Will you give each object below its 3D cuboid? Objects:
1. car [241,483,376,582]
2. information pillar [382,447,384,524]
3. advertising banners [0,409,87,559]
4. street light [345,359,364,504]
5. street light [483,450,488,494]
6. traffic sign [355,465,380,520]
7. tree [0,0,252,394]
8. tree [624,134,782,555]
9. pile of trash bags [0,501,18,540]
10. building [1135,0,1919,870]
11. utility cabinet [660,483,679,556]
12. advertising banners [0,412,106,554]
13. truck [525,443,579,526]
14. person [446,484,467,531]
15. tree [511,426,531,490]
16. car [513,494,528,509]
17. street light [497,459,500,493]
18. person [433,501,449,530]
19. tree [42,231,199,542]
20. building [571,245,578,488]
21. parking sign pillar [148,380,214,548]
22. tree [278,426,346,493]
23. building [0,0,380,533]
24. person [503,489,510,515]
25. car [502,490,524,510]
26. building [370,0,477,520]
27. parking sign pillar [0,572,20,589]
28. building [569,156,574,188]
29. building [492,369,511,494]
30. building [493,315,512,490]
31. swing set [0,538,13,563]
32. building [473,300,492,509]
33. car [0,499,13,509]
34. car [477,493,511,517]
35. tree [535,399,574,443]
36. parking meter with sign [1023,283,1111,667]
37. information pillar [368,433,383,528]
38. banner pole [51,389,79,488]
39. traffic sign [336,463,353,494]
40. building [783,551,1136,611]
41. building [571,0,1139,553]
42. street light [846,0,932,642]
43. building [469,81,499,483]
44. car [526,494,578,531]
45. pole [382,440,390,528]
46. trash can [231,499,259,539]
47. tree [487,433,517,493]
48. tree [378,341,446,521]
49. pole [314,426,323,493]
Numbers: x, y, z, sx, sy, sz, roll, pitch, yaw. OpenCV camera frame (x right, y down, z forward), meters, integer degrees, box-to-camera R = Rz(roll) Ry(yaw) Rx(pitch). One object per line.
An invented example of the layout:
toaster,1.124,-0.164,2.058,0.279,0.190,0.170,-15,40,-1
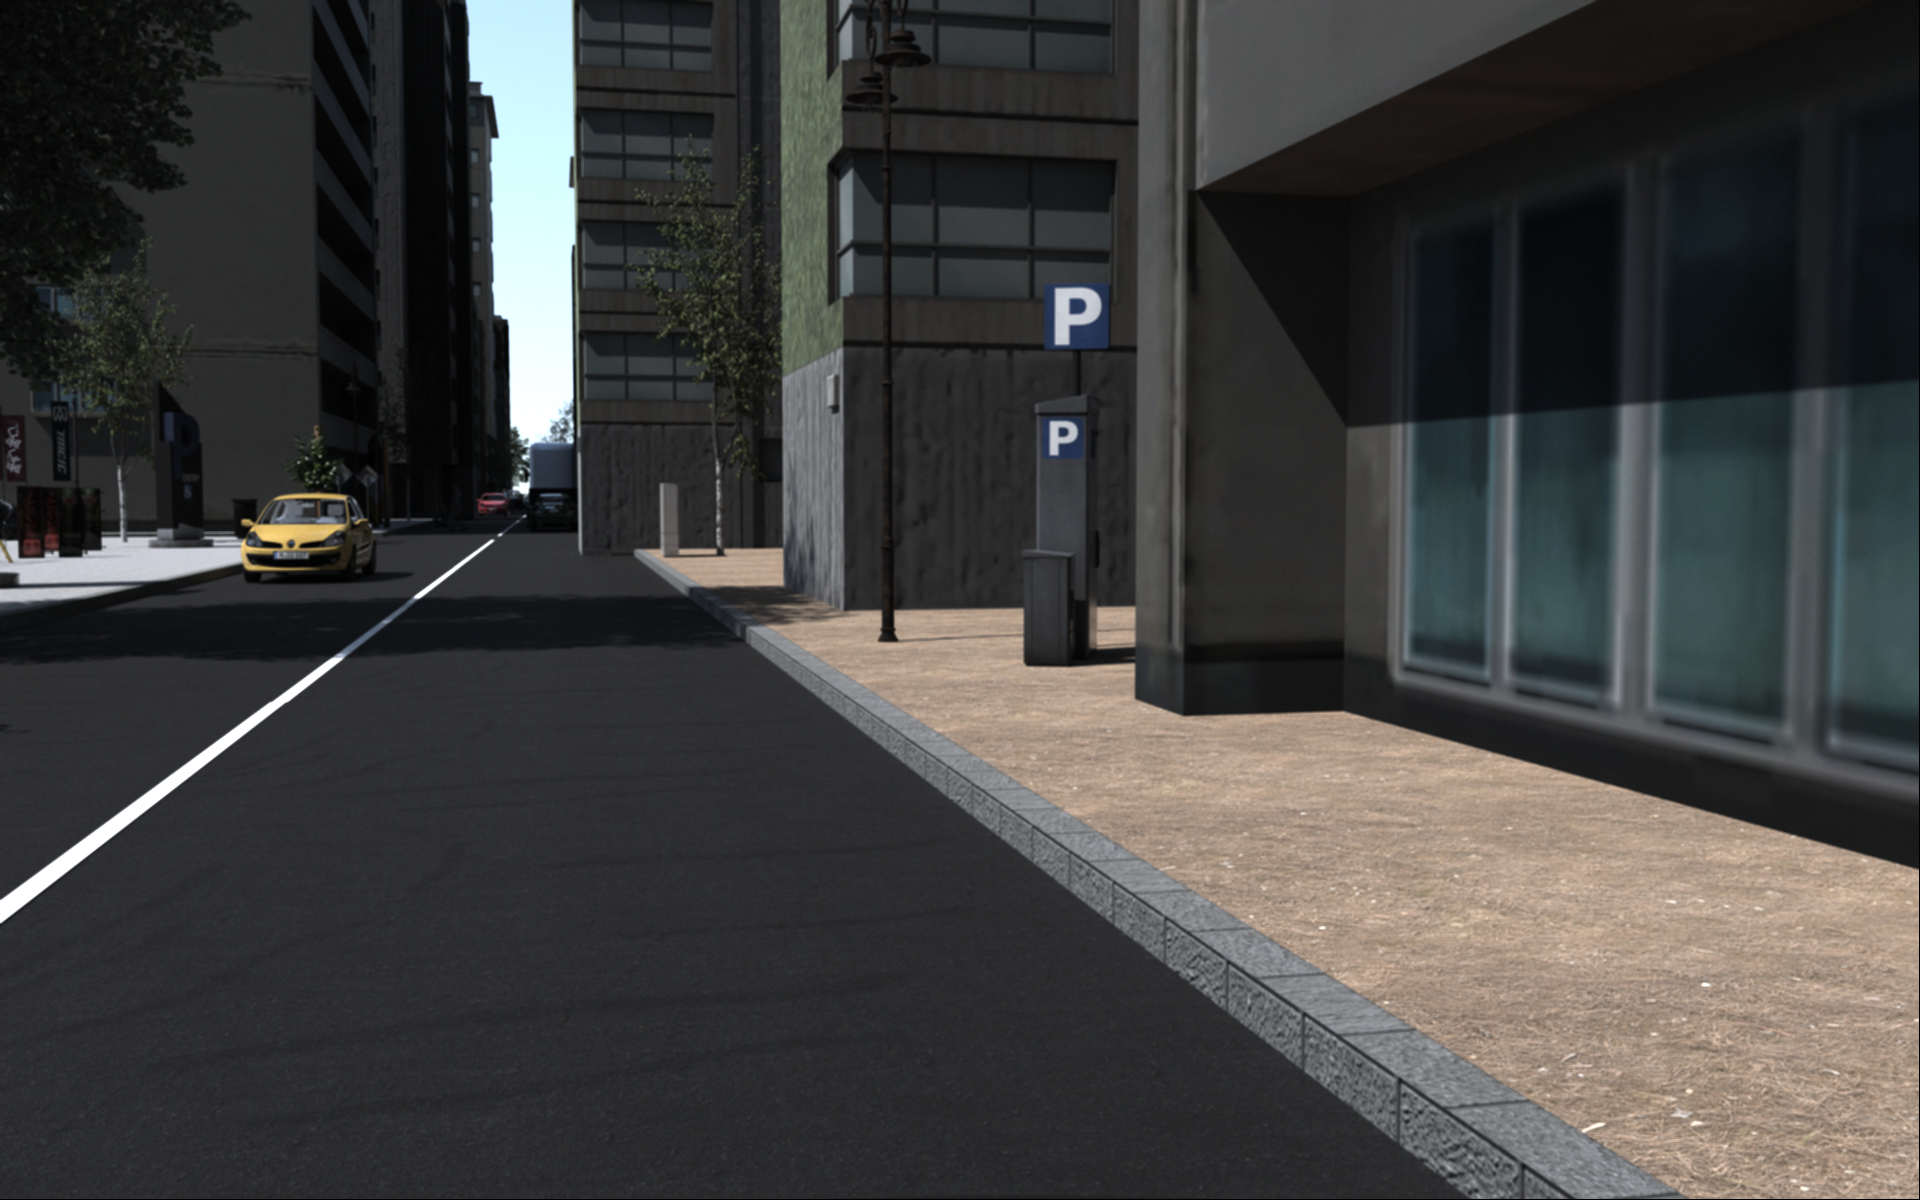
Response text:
car,-11.020,-1.175,29.431,2.015,1.641,3.980,-1,4,-11
information pillar,-24.520,-5.014,73.333,0.183,3.616,0.504,-3,4,-36
advertising banners,-18.617,-2.356,34.705,0.090,3.025,2.074,3,5,40
street light,-20.735,-5.302,59.470,0.468,5.910,1.993,-1,4,-13
street light,-47.156,-12.192,172.124,0.468,5.910,1.993,-1,4,-13
traffic sign,-20.263,-3.402,59.270,0.795,2.450,0.064,-1,4,-13
tree,-11.018,-6.704,16.271,9.857,13.997,8.962,0,3,0
tree,-4.829,-5.259,36.351,4.737,8.622,4.395,0,3,0
pile of trash bags,-27.578,-2.315,47.609,3.447,1.369,1.912,-3,5,-42
building,13.857,-23.111,1.569,21.300,48.544,21.600,-1,4,-13
utility cabinet,-5.967,-1.647,35.610,0.318,1.500,1.173,-1,4,-13
advertising banners,-20.358,-2.610,38.857,2.074,3.025,0.090,-2,4,-29
truck,-19.925,-5.822,84.955,2.967,4.110,18.799,-1,4,-13
person,-19.478,-3.571,66.981,0.767,1.812,0.694,-1,4,-10
tree,-74.415,-22.582,287.343,7.486,12.596,7.792,0,3,0
car,-42.693,-9.803,169.075,1.959,1.807,4.718,-1,4,-15
street light,-57.271,-14.828,215.219,0.468,5.910,1.993,-1,4,-13
person,-20.795,-3.370,69.093,0.738,1.151,1.012,0,4,-2
tree,-22.208,-5.834,45.751,4.737,8.622,4.395,0,3,0
building,-38.231,-26.385,203.090,14.160,30.474,14.107,-1,4,-13
parking sign pillar,-18.801,-3.255,41.696,1.447,3.967,1.447,0,4,8
tree,-18.322,-3.360,49.538,1.663,3.219,1.824,0,3,0
building,-34.516,-27.008,65.278,21.300,48.544,21.600,-1,4,-13
person,-29.945,-6.458,114.434,0.444,1.785,0.601,0,4,6
car,-40.442,-9.013,156.032,2.281,1.827,5.304,-1,4,-13
building,-33.620,-19.623,92.542,14.160,30.474,14.107,-1,4,-13
parking sign pillar,-13.690,-2.148,23.584,1.447,3.967,1.447,-2,4,-32
building,-44.791,-41.353,265.356,28.713,52.752,27.495,-1,4,-13
building,-79.912,-24.862,251.525,27.650,21.520,28.899,-1,4,-13
building,-78.452,-30.699,273.635,14.160,30.474,14.107,-1,4,-13
swing set,-19.021,-2.036,30.911,2.862,2.851,3.119,0,4,-6
building,-59.453,-19.471,163.390,27.650,21.520,28.899,-1,4,-13
car,-29.975,-2.623,53.111,3.980,1.641,2.015,-1,4,-11
car,-29.844,-6.223,110.781,2.155,1.783,4.494,-1,4,-14
tree,-48.175,-18.778,217.393,12.009,13.543,11.850,0,3,0
parking meter with sign,0.823,-1.061,13.617,0.543,3.016,1.738,1,4,10
information pillar,-22.435,-4.579,66.218,0.504,3.616,0.183,3,4,39
banner pole,-21.256,-3.135,41.267,0.401,3.779,0.863,2,4,25
traffic sign,-18.440,-2.927,51.495,0.795,2.450,0.064,-1,4,-13
building,4.002,-20.941,25.982,14.154,41.232,14.086,-1,4,-13
building,-3.436,-22.220,46.884,14.154,41.232,14.086,-1,4,-13
street light,-0.626,-2.575,14.895,0.468,5.910,1.993,-1,4,-13
building,-74.176,-38.763,223.007,28.713,52.752,27.495,-1,4,-13
car,-15.997,-3.452,68.233,2.131,1.459,4.920,-1,4,-13
pole,-21.468,-4.340,64.795,0.158,3.312,0.155,0,3,0
trash can,-20.452,-2.319,49.565,0.748,1.137,0.748,0,3,0
tree,-55.290,-15.740,207.717,4.360,8.622,3.978,0,3,0
tree,-26.760,-8.125,83.211,4.360,8.622,3.978,0,3,0
pole,-19.194,-3.549,51.866,0.158,3.312,0.155,0,3,0
